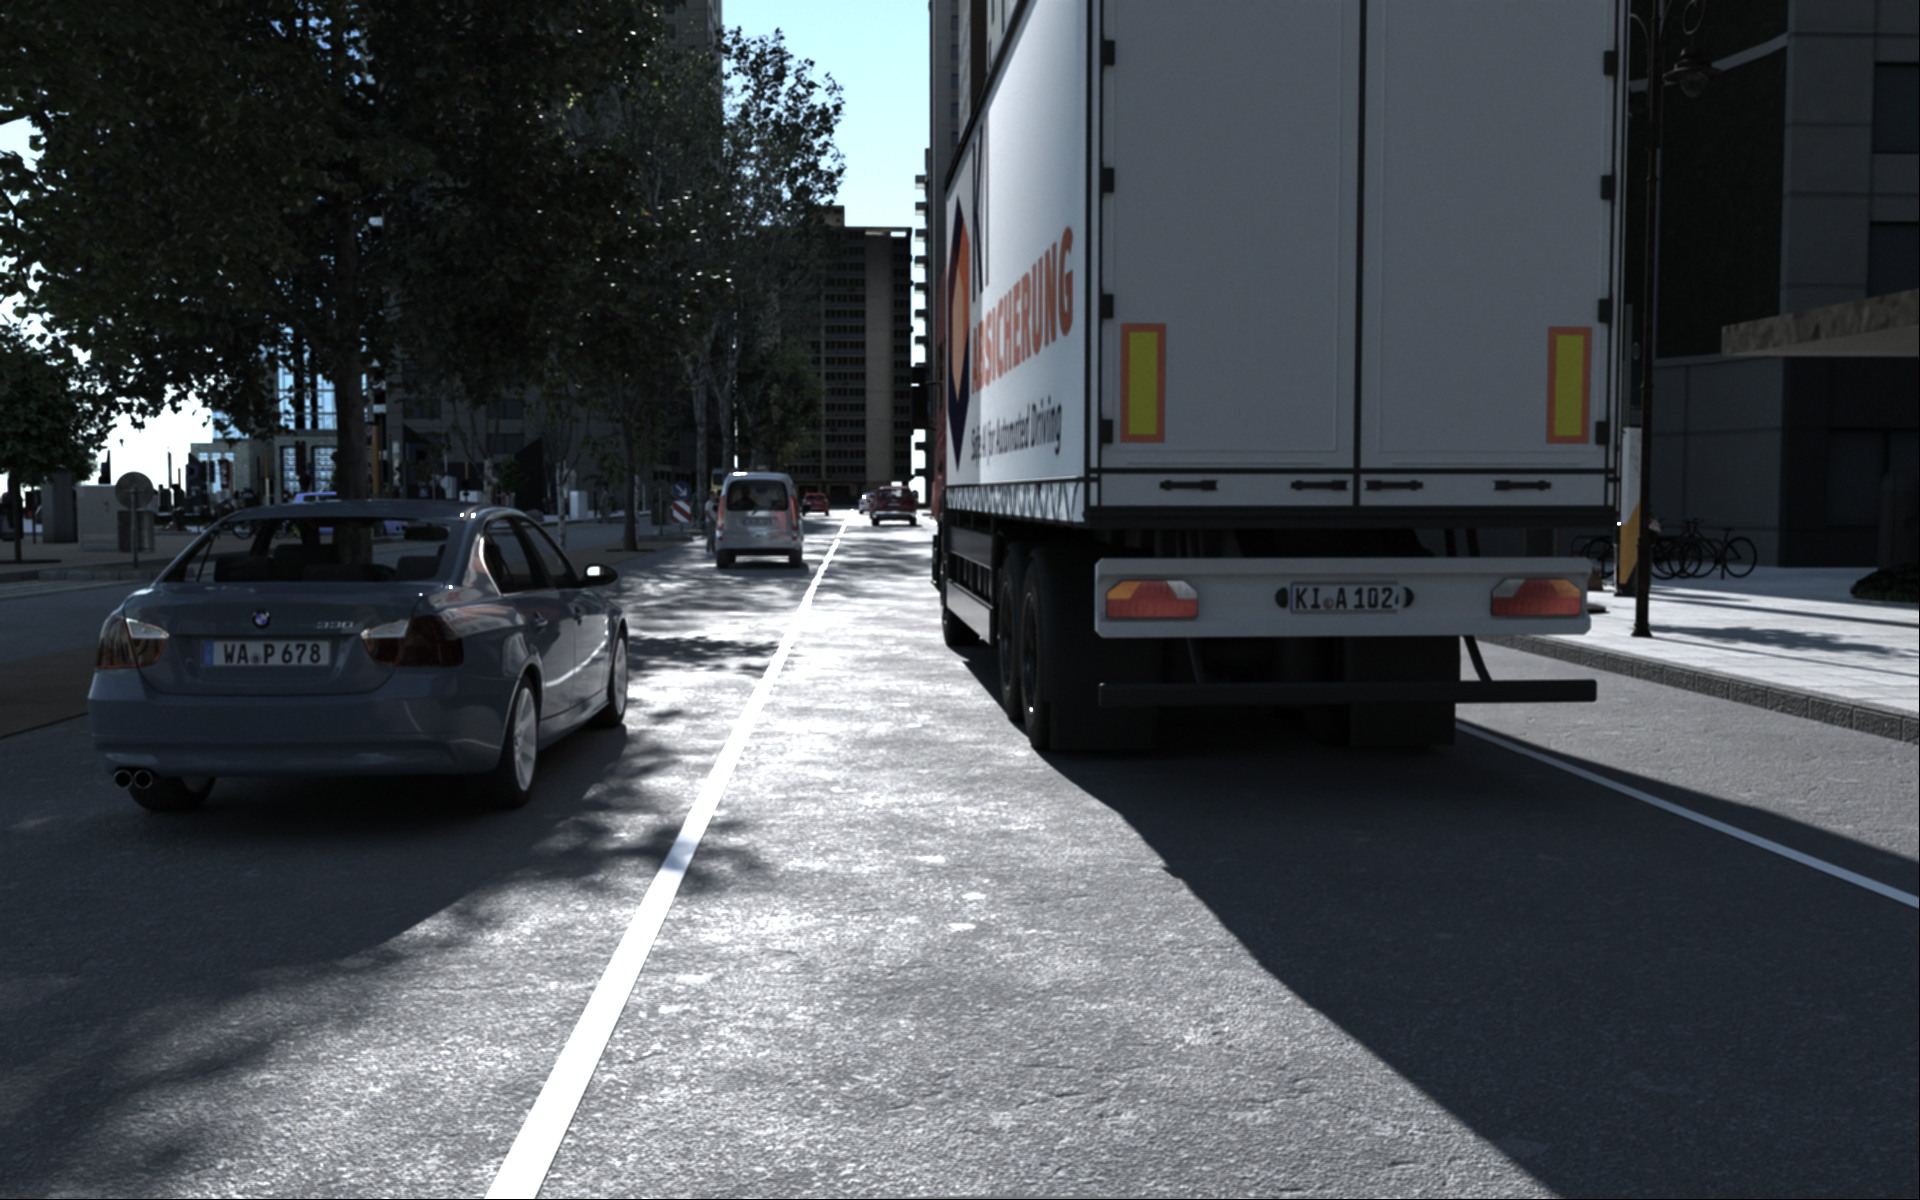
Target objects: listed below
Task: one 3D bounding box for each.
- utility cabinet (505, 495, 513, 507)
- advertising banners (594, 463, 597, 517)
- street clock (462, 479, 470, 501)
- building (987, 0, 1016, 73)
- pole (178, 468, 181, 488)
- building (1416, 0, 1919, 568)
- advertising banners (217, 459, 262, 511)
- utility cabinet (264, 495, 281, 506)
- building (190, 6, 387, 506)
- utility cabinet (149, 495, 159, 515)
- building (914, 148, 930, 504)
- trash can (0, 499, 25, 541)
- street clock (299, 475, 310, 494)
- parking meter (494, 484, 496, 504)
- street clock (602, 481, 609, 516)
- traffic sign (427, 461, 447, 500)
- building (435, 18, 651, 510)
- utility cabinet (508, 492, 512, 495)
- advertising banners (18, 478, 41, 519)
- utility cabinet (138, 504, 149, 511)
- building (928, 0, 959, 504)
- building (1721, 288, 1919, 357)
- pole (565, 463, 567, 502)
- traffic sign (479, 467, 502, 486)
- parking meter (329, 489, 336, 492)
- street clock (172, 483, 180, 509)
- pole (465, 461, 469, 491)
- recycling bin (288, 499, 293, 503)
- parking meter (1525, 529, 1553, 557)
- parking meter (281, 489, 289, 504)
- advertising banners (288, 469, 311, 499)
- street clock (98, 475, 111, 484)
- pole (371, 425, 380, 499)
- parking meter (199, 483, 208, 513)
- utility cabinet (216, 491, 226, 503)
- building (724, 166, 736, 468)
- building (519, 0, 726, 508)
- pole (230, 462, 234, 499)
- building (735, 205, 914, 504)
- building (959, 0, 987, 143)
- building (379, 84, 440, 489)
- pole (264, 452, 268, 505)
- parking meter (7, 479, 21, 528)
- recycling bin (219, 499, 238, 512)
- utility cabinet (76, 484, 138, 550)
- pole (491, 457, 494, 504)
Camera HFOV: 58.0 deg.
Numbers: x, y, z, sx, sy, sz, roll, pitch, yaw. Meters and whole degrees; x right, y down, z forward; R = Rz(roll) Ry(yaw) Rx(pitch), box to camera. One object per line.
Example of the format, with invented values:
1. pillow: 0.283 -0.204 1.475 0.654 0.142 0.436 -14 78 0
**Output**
1. utility cabinet: -24.117 -5.046 93.660 0.306 1.237 1.020 2 4 32
2. advertising banners: -20.264 -6.128 96.376 0.090 3.025 2.074 0 4 -7
3. street clock: -24.269 -4.927 85.130 0.358 2.002 0.471 -3 5 -44
4. building: 15.873 -31.273 100.558 28.713 52.752 27.495 0 4 -3
5. pole: -60.017 -8.524 133.206 0.158 3.312 0.155 0 3 0
6. building: 15.430 -36.698 38.260 20.563 71.187 20.611 0 4 -3
7. advertising banners: -36.246 -5.565 87.181 2.074 3.025 0.090 -3 4 -36
8. utility cabinet: -37.402 -5.096 94.485 0.306 1.237 1.020 3 5 40
9. building: -81.282 -55.862 226.008 31.000 86.520 22.319 0 4 -3
10. utility cabinet: -46.411 -5.406 99.542 0.306 1.237 1.020 0 4 -1
11. building: 9.050 -37.517 233.009 30.456 49.044 23.786 0 4 -3
12. trash can: -25.782 -2.164 47.027 0.748 1.137 0.748 0 3 0
13. street clock: -24.310 -3.653 64.290 0.358 2.002 0.471 0 4 6
14. parking meter: -26.178 -5.624 97.657 0.255 1.863 0.399 3 5 39
15. street clock: -20.359 -5.786 99.166 0.358 2.002 0.471 2 4 32
16. traffic sign: -15.858 -2.973 52.247 0.795 2.450 0.064 0 4 -3
17. building: -36.509 -44.378 163.834 20.563 71.187 20.611 0 4 -3
18. utility cabinet: -32.727 -7.197 126.349 0.318 1.500 1.173 -1 4 -18
19. advertising banners: -47.743 -5.668 88.859 0.090 3.025 2.074 1 4 22
20. utility cabinet: -40.036 -4.634 84.438 1.173 1.500 0.318 2 4 32
21. building: 7.015 -40.061 196.994 21.231 58.520 28.212 0 4 -3
22. building: 19.350 -21.299 2.863 22.147 44.769 28.867 0 4 -3
23. pole: -26.041 -7.373 114.395 0.158 3.312 0.155 0 3 0
24. traffic sign: -16.318 -3.460 60.218 0.795 2.450 0.064 0 4 -3
25. parking meter: -30.538 -4.646 84.371 0.372 1.533 0.369 0 3 0
26. street clock: -53.432 -6.939 118.016 0.471 2.002 0.358 -3 5 -45
27. pole: -30.460 -6.922 107.024 0.158 3.312 0.155 0 3 0
28. recycling bin: -37.517 -5.108 96.066 0.722 1.027 0.722 2 4 31
29. parking meter: 8.886 -1.273 26.523 0.399 1.863 0.255 2 4 35
30. parking meter: -33.640 -4.768 86.372 0.372 1.533 0.369 0 3 0
31. advertising banners: -45.512 -7.500 118.807 2.074 3.025 0.090 0 4 0
32. street clock: -33.293 -3.844 67.426 0.358 2.002 0.471 1 4 9
33. pole: -17.349 -3.524 51.459 0.158 3.312 0.155 0 3 0
34. parking meter: -41.635 -5.483 95.358 0.399 1.863 0.255 -3 5 -42
35. utility cabinet: -50.311 -6.682 117.930 0.318 1.500 1.173 0 4 -6
36. building: -36.918 -35.203 225.685 14.200 45.320 14.600 0 4 -3
37. building: -37.959 -46.464 197.939 20.611 71.187 20.563 0 4 -3
38. pole: -47.800 -7.300 113.204 0.158 3.312 0.155 0 3 0
39. building: -18.345 -33.247 235.464 23.993 40.220 32.217 0 4 -3
40. building: 7.201 -29.298 129.128 14.600 45.320 14.200 0 4 -3
41. building: -34.922 -43.123 143.319 20.563 71.187 20.611 0 4 -3
42. pole: -33.756 -5.534 84.316 0.158 3.312 0.155 0 3 0
43. parking meter: -35.335 -3.609 64.725 0.255 1.863 0.399 2 4 31
44. recycling bin: -34.846 -4.278 82.502 0.722 1.027 0.722 -1 4 -12
45. utility cabinet: -19.254 -1.857 39.036 1.173 1.500 0.318 0 4 3
46. pole: -24.314 -5.879 89.969 0.158 3.312 0.155 0 3 0
